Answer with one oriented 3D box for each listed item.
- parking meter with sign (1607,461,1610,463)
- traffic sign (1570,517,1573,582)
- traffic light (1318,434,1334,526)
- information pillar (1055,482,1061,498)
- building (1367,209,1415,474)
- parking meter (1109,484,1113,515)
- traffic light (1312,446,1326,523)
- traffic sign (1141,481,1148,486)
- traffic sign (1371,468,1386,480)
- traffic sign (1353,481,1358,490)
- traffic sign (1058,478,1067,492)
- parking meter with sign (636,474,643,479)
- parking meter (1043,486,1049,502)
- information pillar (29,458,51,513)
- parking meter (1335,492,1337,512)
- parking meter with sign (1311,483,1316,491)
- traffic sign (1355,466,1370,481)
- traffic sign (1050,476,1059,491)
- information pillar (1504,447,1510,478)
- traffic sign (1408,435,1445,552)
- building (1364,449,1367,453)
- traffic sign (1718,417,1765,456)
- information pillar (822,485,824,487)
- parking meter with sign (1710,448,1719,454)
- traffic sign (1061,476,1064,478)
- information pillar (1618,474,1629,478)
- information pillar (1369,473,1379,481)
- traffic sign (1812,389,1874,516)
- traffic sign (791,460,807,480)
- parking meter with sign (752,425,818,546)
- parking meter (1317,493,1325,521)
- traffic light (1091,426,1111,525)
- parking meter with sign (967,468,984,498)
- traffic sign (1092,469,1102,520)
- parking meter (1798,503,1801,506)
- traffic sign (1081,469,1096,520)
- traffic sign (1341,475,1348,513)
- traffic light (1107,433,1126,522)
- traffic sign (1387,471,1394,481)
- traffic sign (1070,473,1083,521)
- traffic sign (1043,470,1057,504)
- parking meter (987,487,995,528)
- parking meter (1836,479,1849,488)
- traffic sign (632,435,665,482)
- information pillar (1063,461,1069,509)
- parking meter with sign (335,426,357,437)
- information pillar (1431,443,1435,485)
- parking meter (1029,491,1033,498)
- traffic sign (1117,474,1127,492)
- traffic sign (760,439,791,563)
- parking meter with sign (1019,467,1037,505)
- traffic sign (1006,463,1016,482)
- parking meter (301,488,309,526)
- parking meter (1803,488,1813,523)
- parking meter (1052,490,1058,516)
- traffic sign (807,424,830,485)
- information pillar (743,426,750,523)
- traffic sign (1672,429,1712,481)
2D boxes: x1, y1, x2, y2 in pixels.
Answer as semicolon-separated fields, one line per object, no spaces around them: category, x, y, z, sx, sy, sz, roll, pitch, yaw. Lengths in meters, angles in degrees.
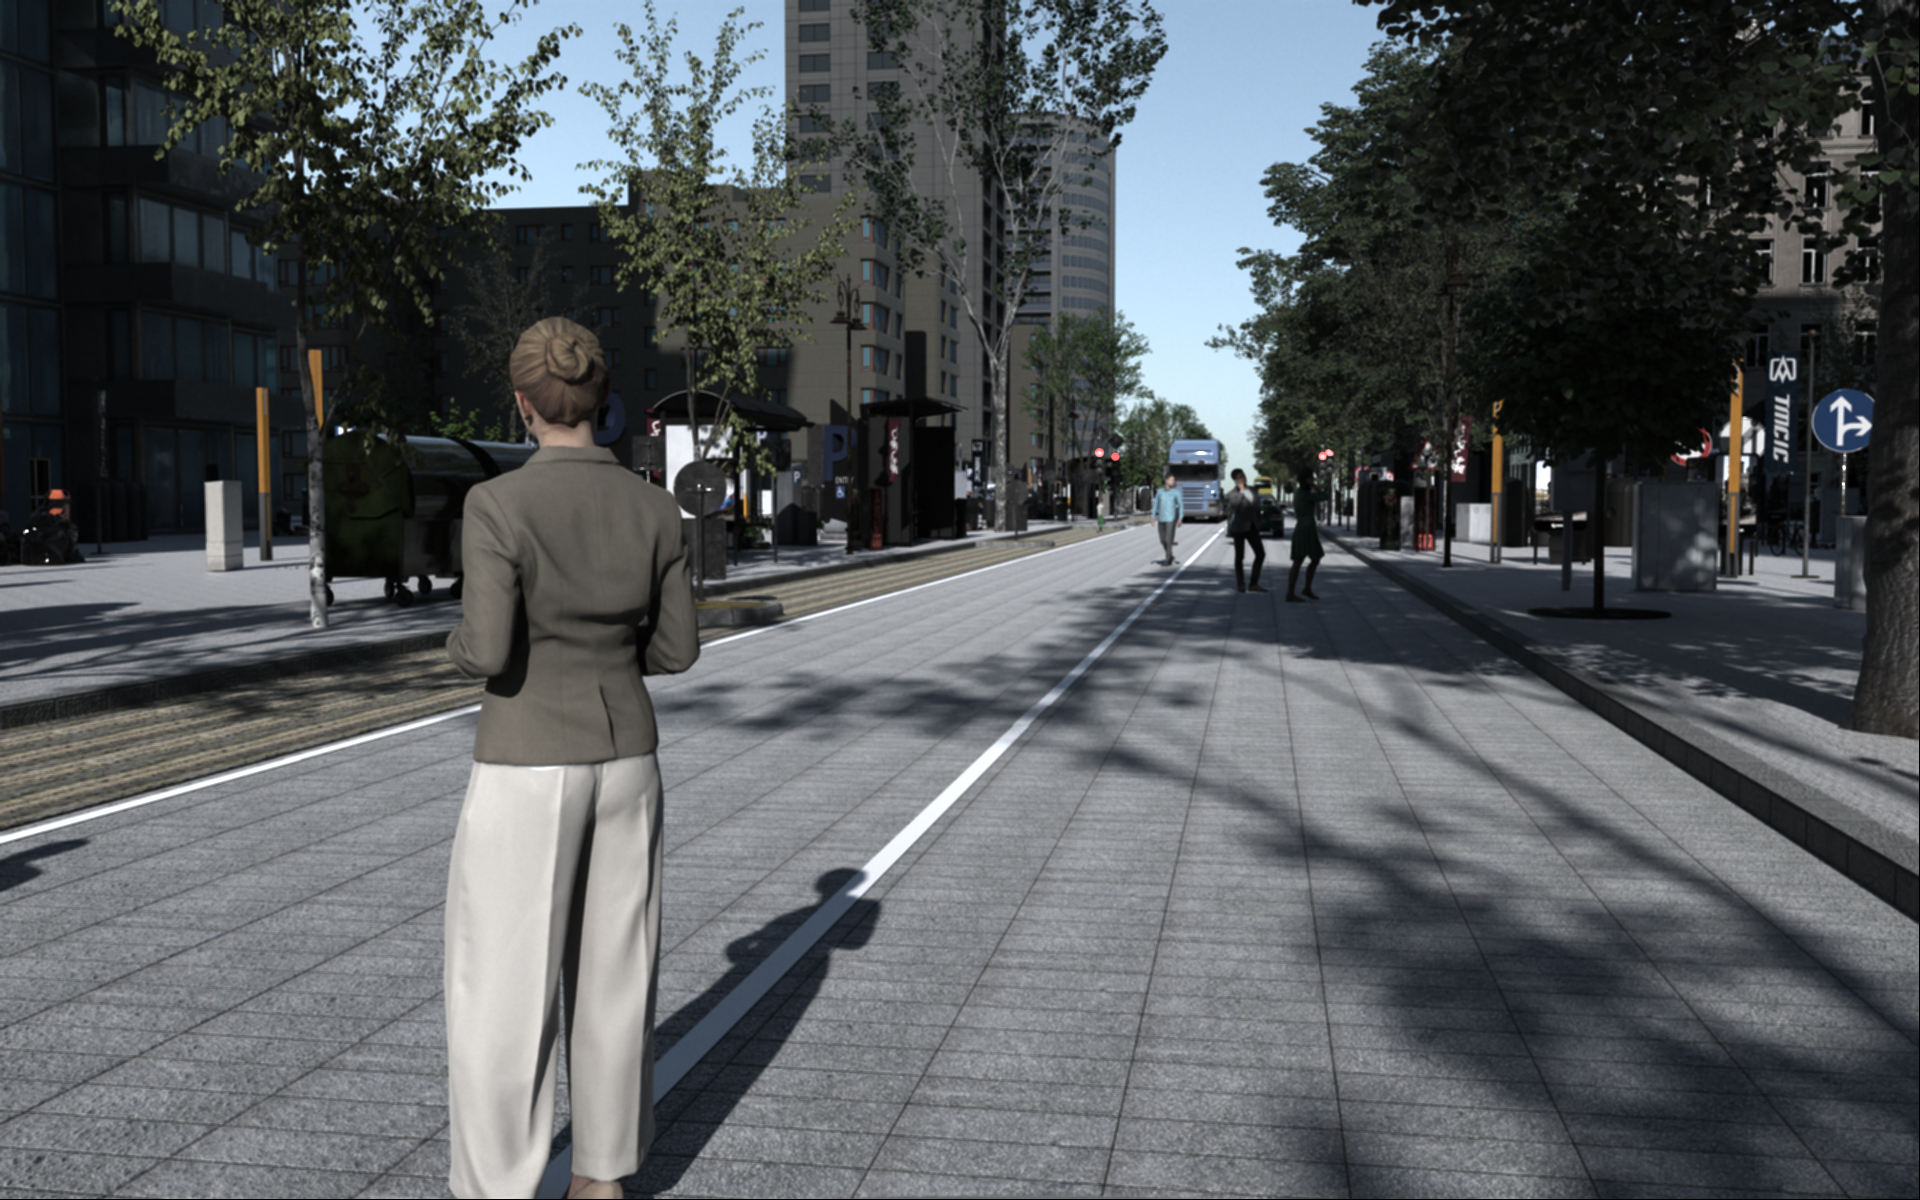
parking meter with sign;23.904;-4.244;65.654;1.738;3.016;0.543;-3;5;-39
traffic sign;8.914;-1.541;25.298;0.768;2.556;0.104;1;4;14
traffic light;14.860;-4.943;69.739;0.839;4.253;0.868;1;4;10
information pillar;5.815;-5.986;102.356;0.304;2.012;0.304;1;4;15
building;77.248;-40.040;278.359;21.300;48.544;21.600;1;4;10
parking meter;9.087;-6.022;104.173;0.255;1.863;0.399;1;4;9
traffic light;16.218;-5.424;77.608;0.839;4.253;0.868;1;4;10
traffic sign;15.630;-8.997;147.202;0.768;2.556;0.104;1;4;19
traffic sign;15.982;-3.918;66.187;0.606;2.300;0.079;1;4;16
traffic sign;33.350;-8.958;146.561;0.768;2.556;0.104;1;4;18
traffic sign;6.405;-6.545;109.145;0.606;2.300;0.079;1;4;12
parking meter with sign;-12.406;-4.255;65.837;0.543;3.016;1.738;3;5;43
parking meter;5.485;-6.409;110.490;0.255;1.863;0.399;-1;4;-14
information pillar;-18.830;-1.896;35.491;0.304;2.012;0.304;3;5;42
parking meter;26.095;-6.876;120.840;0.372;1.533;0.369;0;3;0
parking meter with sign;24.990;-7.704;122.220;1.738;3.016;0.543;-2;4;-23
traffic sign;17.877;-4.702;76.986;0.768;2.556;0.104;1;4;19
traffic sign;5.794;-6.623;108.390;0.768;2.556;0.104;1;4;19
information pillar;26.474;-5.667;84.011;0.504;3.616;0.183;-2;4;-35
traffic sign;10.372;-2.348;38.399;0.884;2.594;0.081;1;4;12
building;76.121;-32.186;297.940;14.160;30.474;14.107;1;4;10
traffic sign;13.023;-1.760;28.885;0.768;2.556;0.104;1;4;16
information pillar;-7.327;-6.268;93.839;0.183;3.616;0.504;-3;4;-38
parking meter with sign;29.468;-4.276;66.174;1.738;3.016;0.543;-2;4;-25
traffic sign;6.794;-7.196;117.764;0.768;2.556;0.104;1;4;11
information pillar;24.779;-3.687;64.770;0.304;2.012;0.304;-2;4;-24
information pillar;14.216;-3.365;59.506;0.304;2.012;0.304;1;4;9
traffic sign;10.748;-1.283;21.078;0.768;2.556;0.104;1;4;14
traffic sign;-4.769;-3.015;51.424;0.606;2.300;0.079;1;4;15
parking meter with sign;-4.344;-2.877;43.300;1.738;3.016;0.543;2;4;33
parking meter;17.202;-4.533;82.524;0.372;1.533;0.369;0;3;0
traffic light;5.780;-5.037;71.283;0.839;4.253;0.868;1;4;10
parking meter with sign;1.280;-7.428;117.708;0.543;3.016;1.738;3;5;44
traffic sign;6.779;-5.327;87.200;0.768;2.556;0.104;1;4;12
parking meter;41.347;-4.886;85.598;0.399;1.863;0.255;1;4;15
traffic sign;6.368;-5.270;86.264;0.768;2.556;0.104;1;4;10
traffic sign;25.249;-6.958;113.866;0.768;2.556;0.104;1;4;18
traffic light;7.137;-5.519;79.153;0.839;4.253;0.868;1;4;10
traffic sign;23.981;-5.932;97.086;0.768;2.556;0.104;1;4;18
traffic sign;5.606;-4.977;83.501;0.606;2.300;0.079;1;4;19
traffic sign;4.684;-5.542;90.713;0.768;2.556;0.104;1;4;15
parking meter;1.210;-3.528;66.100;0.372;1.533;0.369;0;3;0
parking meter;33.095;-3.626;64.988;0.255;1.863;0.399;-1;4;-15
traffic sign;-5.446;-1.723;30.302;0.606;2.300;0.079;1;4;14
information pillar;7.358;-8.045;122.895;0.183;3.616;0.504;-1;4;-16
parking meter with sign;-15.680;-2.885;43.430;0.543;3.016;1.738;0;4;2
information pillar;21.611;-5.409;79.797;0.504;3.616;0.183;0;4;3
parking meter;5.154;-7.244;126.856;0.372;1.533;0.369;0;3;0
traffic sign;10.212;-6.714;109.877;0.768;2.556;0.104;1;4;18
traffic sign;-3.435;-1.843;32.258;0.606;2.300;0.079;1;4;14
parking meter with sign;4.052;-7.034;111.268;1.738;3.016;0.543;2;4;34
traffic sign;1.887;-4.314;70.638;0.768;2.556;0.104;1;4;14
parking meter;-26.522;-3.784;70.282;0.372;1.533;0.369;0;3;0
parking meter;37.236;-4.137;76.056;0.372;1.533;0.369;0;3;0
parking meter;5.490;-5.604;100.037;0.372;1.533;0.369;0;3;0
traffic sign;-3.327;-3.433;50.000;2.265;3.308;0.079;1;4;13
information pillar;-7.091;-4.052;57.610;0.183;3.616;0.504;1;4;9
traffic sign;13.197;-1.915;31.424;0.768;2.556;0.104;1;4;11
